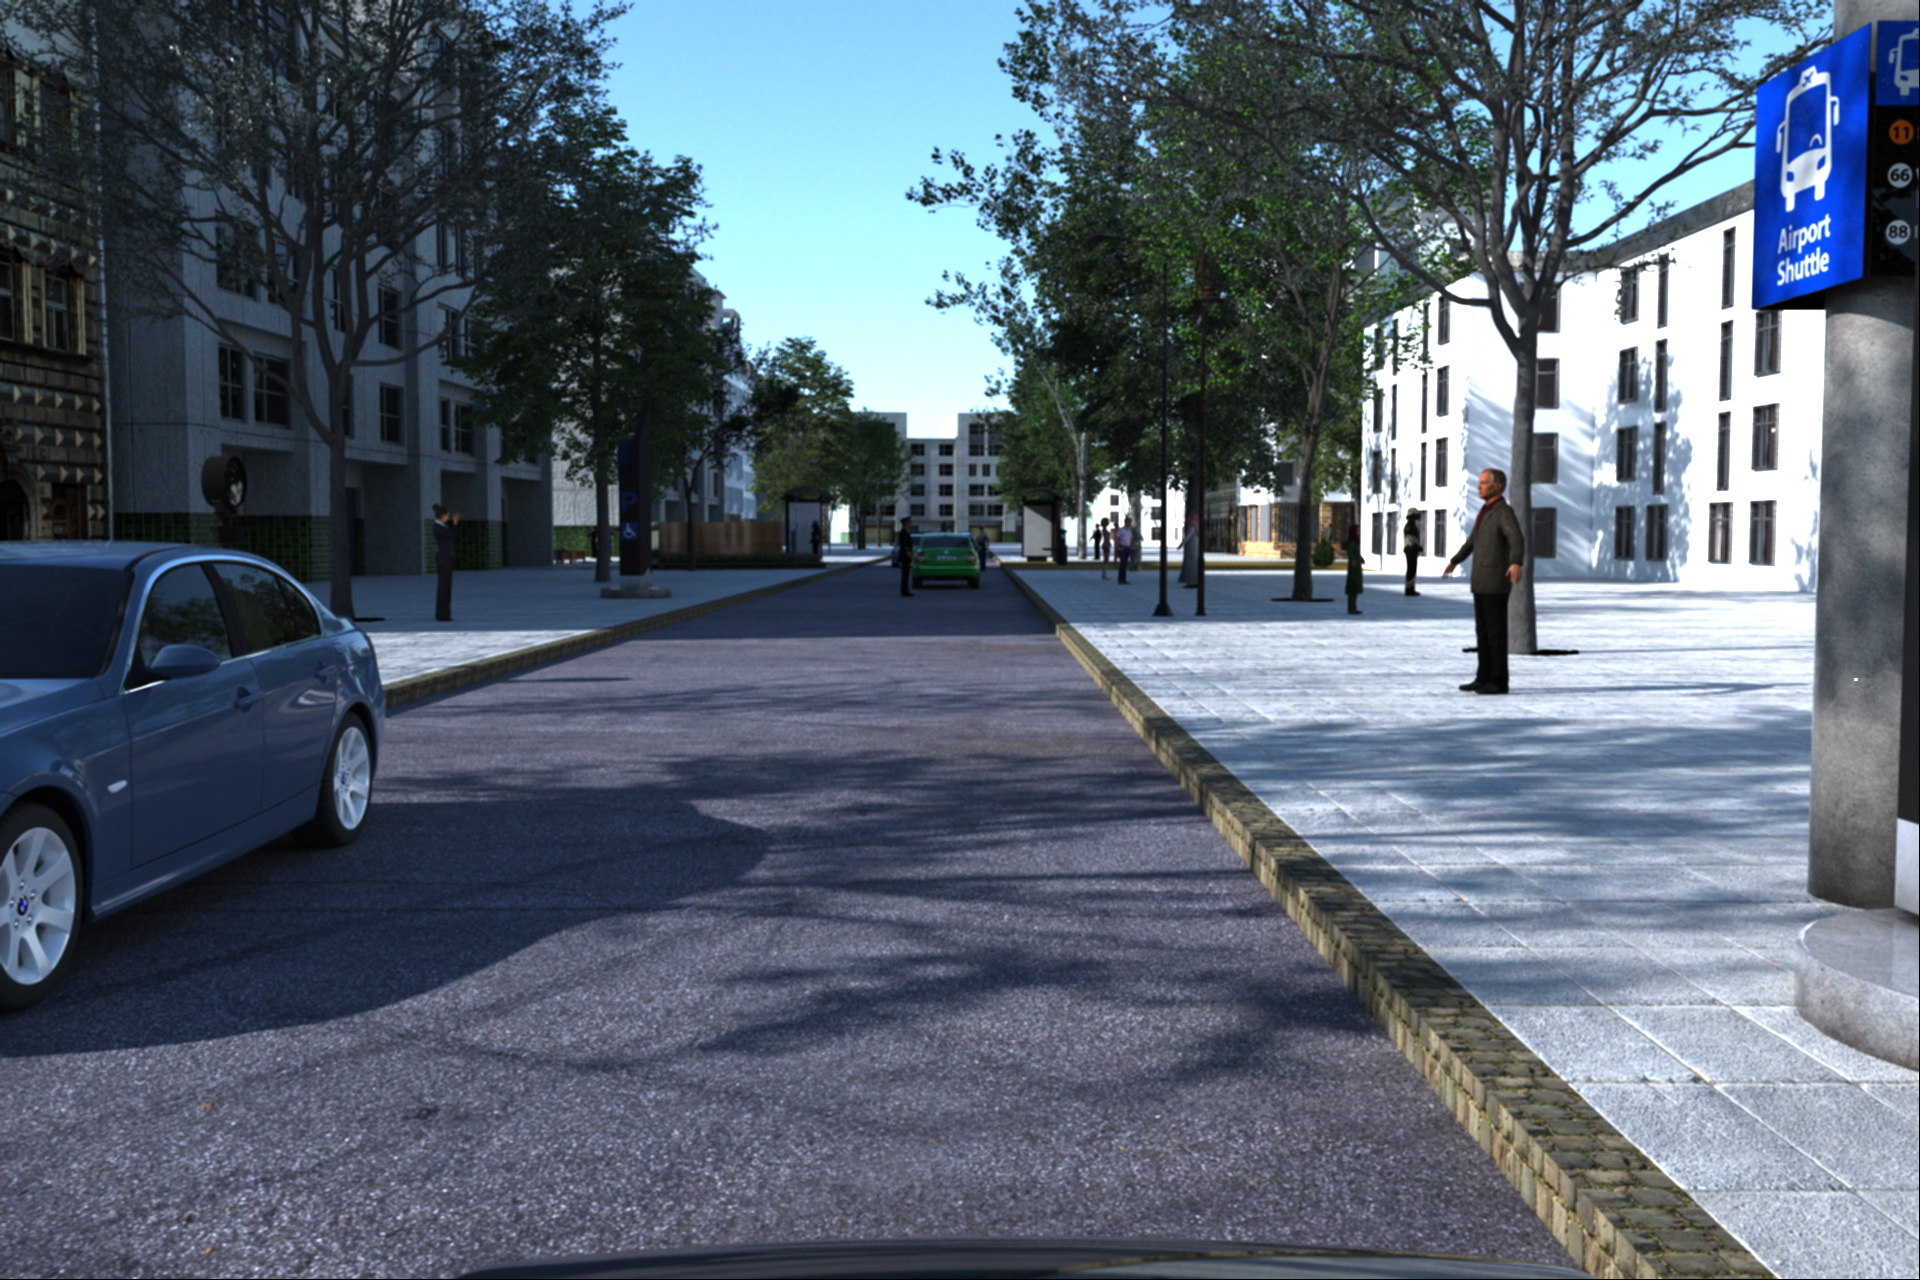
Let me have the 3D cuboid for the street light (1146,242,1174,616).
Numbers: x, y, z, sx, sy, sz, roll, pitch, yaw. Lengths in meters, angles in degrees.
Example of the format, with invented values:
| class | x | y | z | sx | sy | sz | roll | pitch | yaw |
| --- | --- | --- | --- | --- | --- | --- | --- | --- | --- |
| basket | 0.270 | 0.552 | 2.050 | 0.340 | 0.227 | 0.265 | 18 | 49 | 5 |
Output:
| class | x | y | z | sx | sy | sz | roll | pitch | yaw |
| --- | --- | --- | --- | --- | --- | --- | --- | --- | --- |
| street light | 3.723 | -3.327 | 26.940 | 1.470 | 5.913 | 1.316 | 0 | 4 | 0 |

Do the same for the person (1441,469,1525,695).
| class | x | y | z | sx | sy | sz | roll | pitch | yaw |
| --- | --- | --- | --- | --- | --- | --- | --- | --- | --- |
| person | 4.263 | -0.477 | 13.983 | 0.705 | 1.807 | 1.348 | 0 | 4 | -7 |

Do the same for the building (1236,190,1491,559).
| class | x | y | z | sx | sy | sz | roll | pitch | yaw |
| --- | --- | --- | --- | --- | --- | --- | --- | --- | --- |
| building | 21.548 | -15.006 | 101.771 | 16.016 | 20.090 | 11.380 | 0 | 3 | 0 |

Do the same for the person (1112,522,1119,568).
| class | x | y | z | sx | sy | sz | roll | pitch | yaw |
| --- | --- | --- | --- | --- | --- | --- | --- | --- | --- |
| person | 6.079 | -3.642 | 66.357 | 0.721 | 1.733 | 1.217 | 0 | 4 | 8 |

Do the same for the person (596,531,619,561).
| class | x | y | z | sx | sy | sz | roll | pitch | yaw |
| --- | --- | --- | --- | --- | --- | --- | --- | --- | --- |
| person | -16.266 | -4.512 | 79.898 | 0.704 | 1.817 | 1.347 | 3 | 5 | 45 |

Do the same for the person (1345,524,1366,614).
| class | x | y | z | sx | sy | sz | roll | pitch | yaw |
| --- | --- | --- | --- | --- | --- | --- | --- | --- | --- |
| person | 6.401 | -1.141 | 27.863 | 0.599 | 1.438 | 0.989 | 1 | 4 | 23 |

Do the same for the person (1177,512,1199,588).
| class | x | y | z | sx | sy | sz | roll | pitch | yaw |
| --- | --- | --- | --- | --- | --- | --- | --- | --- | --- |
| person | 5.506 | -2.139 | 41.128 | 0.704 | 1.811 | 1.347 | 2 | 4 | 29 |

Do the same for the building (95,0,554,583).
| class | x | y | z | sx | sy | sz | roll | pitch | yaw |
| --- | --- | --- | --- | --- | --- | --- | --- | --- | --- |
| building | -25.071 | -11.453 | 53.709 | 16.747 | 18.905 | 31.486 | 0 | 4 | 1 |

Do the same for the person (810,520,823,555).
| class | x | y | z | sx | sy | sz | roll | pitch | yaw |
| --- | --- | --- | --- | --- | --- | --- | --- | --- | --- |
| person | -6.077 | -4.083 | 72.542 | 0.705 | 1.856 | 1.354 | -1 | 4 | -14 |

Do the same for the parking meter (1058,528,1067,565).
| class | x | y | z | sx | sy | sz | roll | pitch | yaw |
| --- | --- | --- | --- | --- | --- | --- | --- | --- | --- |
| parking meter | 4.247 | -3.865 | 71.597 | 0.372 | 1.533 | 0.369 | 0 | 3 | 0 |

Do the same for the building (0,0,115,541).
| class | x | y | z | sx | sy | sz | roll | pitch | yaw |
| --- | --- | --- | --- | --- | --- | --- | --- | --- | --- |
| building | -27.782 | -12.056 | 28.045 | 19.493 | 23.208 | 18.063 | 0 | 4 | 1 |

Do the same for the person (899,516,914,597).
| class | x | y | z | sx | sy | sz | roll | pitch | yaw |
| --- | --- | --- | --- | --- | --- | --- | --- | --- | --- |
| person | -1.219 | -1.926 | 39.877 | 0.705 | 1.837 | 1.347 | 0 | 4 | 0 |

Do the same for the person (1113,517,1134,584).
| class | x | y | z | sx | sy | sz | roll | pitch | yaw |
| --- | --- | --- | --- | --- | --- | --- | --- | --- | --- |
| person | 4.272 | -2.295 | 44.499 | 0.756 | 1.711 | 0.436 | -3 | 4 | -37 |

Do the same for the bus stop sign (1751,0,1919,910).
| class | x | y | z | sx | sy | sz | roll | pitch | yaw |
| --- | --- | --- | --- | --- | --- | --- | --- | --- | --- |
| bus stop sign | 3.331 | -1.038 | 5.989 | 0.837 | 3.901 | 0.837 | 0 | 4 | 1 |

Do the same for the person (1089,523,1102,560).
| class | x | y | z | sx | sy | sz | roll | pitch | yaw |
| --- | --- | --- | --- | --- | --- | --- | --- | --- | --- |
| person | 6.768 | -4.870 | 85.819 | 0.705 | 1.806 | 1.347 | -1 | 4 | -21 |

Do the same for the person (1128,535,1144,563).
| class | x | y | z | sx | sy | sz | roll | pitch | yaw |
| --- | --- | --- | --- | --- | --- | --- | --- | --- | --- |
| person | 7.531 | -4.243 | 75.560 | 1.347 | 1.806 | 0.705 | -2 | 4 | -32 |

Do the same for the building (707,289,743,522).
| class | x | y | z | sx | sy | sz | roll | pitch | yaw |
| --- | --- | --- | --- | --- | --- | --- | --- | --- | --- |
| building | -23.748 | -17.050 | 135.179 | 16.016 | 20.090 | 11.380 | 0 | 4 | 1 |

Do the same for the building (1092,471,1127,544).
| class | x | y | z | sx | sy | sz | roll | pitch | yaw |
| --- | --- | --- | --- | --- | --- | --- | --- | --- | --- |
| building | 22.903 | -17.616 | 230.164 | 9.099 | 9.664 | 28.070 | 0 | 4 | 0 |

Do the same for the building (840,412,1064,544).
| class | x | y | z | sx | sy | sz | roll | pitch | yaw |
| --- | --- | --- | --- | --- | --- | --- | --- | --- | --- |
| building | -1.542 | -23.830 | 258.528 | 31.486 | 18.905 | 16.747 | -1 | 4 | -8 |

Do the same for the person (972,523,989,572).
| class | x | y | z | sx | sy | sz | roll | pitch | yaw |
| --- | --- | --- | --- | --- | --- | --- | --- | --- | --- |
| person | 0.812 | -3.541 | 66.201 | 0.705 | 1.847 | 1.347 | 2 | 4 | 30 |

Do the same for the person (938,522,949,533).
| class | x | y | z | sx | sy | sz | roll | pitch | yaw |
| --- | --- | --- | --- | --- | --- | --- | --- | --- | --- |
| person | -0.478 | -2.810 | 54.528 | 1.348 | 1.813 | 0.705 | 2 | 4 | 32 |

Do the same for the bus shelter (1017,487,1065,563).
| class | x | y | z | sx | sy | sz | roll | pitch | yaw |
| --- | --- | --- | --- | --- | --- | --- | --- | --- | --- |
| bus shelter | 3.600 | -5.140 | 77.958 | 2.014 | 3.302 | 5.546 | 0 | 4 | 1 |

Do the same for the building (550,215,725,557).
| class | x | y | z | sx | sy | sz | roll | pitch | yaw |
| --- | --- | --- | --- | --- | --- | --- | --- | --- | --- |
| building | -26.090 | -15.023 | 112.077 | 16.747 | 18.905 | 31.486 | 0 | 4 | 1 |

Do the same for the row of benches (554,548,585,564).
| class | x | y | z | sx | sy | sz | roll | pitch | yaw |
| --- | --- | --- | --- | --- | --- | --- | --- | --- | --- |
| row of benches | -17.135 | -3.581 | 74.013 | 1.422 | 0.672 | 4.104 | 1 | 4 | 11 |

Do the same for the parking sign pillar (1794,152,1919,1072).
| class | x | y | z | sx | sy | sz | roll | pitch | yaw |
| --- | --- | --- | --- | --- | --- | --- | --- | --- | --- |
| parking sign pillar | 2.936 | -0.969 | 4.313 | 1.447 | 3.967 | 1.447 | 0 | 3 | 0 |

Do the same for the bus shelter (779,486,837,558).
| class | x | y | z | sx | sy | sz | roll | pitch | yaw |
| --- | --- | --- | --- | --- | --- | --- | --- | --- | --- |
| bus shelter | -6.626 | -5.026 | 76.098 | 2.014 | 3.302 | 5.546 | 0 | 4 | 1 |

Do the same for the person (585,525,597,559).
| class | x | y | z | sx | sy | sz | roll | pitch | yaw |
| --- | --- | --- | --- | --- | --- | --- | --- | --- | --- |
| person | -19.226 | -5.137 | 90.707 | 0.721 | 1.740 | 1.216 | 2 | 4 | 27 |

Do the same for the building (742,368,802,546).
| class | x | y | z | sx | sy | sz | roll | pitch | yaw |
| --- | --- | --- | --- | --- | --- | --- | --- | --- | --- |
| building | -28.206 | -22.662 | 201.457 | 19.493 | 23.208 | 18.063 | 0 | 4 | 0 |

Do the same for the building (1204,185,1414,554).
| class | x | y | z | sx | sy | sz | roll | pitch | yaw |
| --- | --- | --- | --- | --- | --- | --- | --- | --- | --- |
| building | 26.730 | -17.482 | 116.751 | 19.493 | 23.208 | 18.063 | 0 | 4 | 1 |

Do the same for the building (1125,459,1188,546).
| class | x | y | z | sx | sy | sz | roll | pitch | yaw |
| --- | --- | --- | --- | --- | --- | --- | --- | --- | --- |
| building | 23.797 | -15.061 | 188.395 | 9.099 | 9.664 | 28.070 | 0 | 4 | 0 |

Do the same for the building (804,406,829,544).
| class | x | y | z | sx | sy | sz | roll | pitch | yaw |
| --- | --- | --- | --- | --- | --- | --- | --- | --- | --- |
| building | -27.670 | -24.543 | 232.204 | 19.493 | 23.208 | 18.063 | 0 | 4 | 1 |

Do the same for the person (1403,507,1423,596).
| class | x | y | z | sx | sy | sz | roll | pitch | yaw |
| --- | --- | --- | --- | --- | --- | --- | --- | --- | --- |
| person | 9.447 | -1.849 | 36.102 | 0.704 | 1.845 | 1.351 | 1 | 4 | 21 |

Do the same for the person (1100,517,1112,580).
| class | x | y | z | sx | sy | sz | roll | pitch | yaw |
| --- | --- | --- | --- | --- | --- | --- | --- | --- | --- |
| person | 4.179 | -2.573 | 48.674 | 0.721 | 1.753 | 1.214 | 0 | 4 | 3 |

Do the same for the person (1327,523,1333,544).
| class | x | y | z | sx | sy | sz | roll | pitch | yaw |
| --- | --- | --- | --- | --- | --- | --- | --- | --- | --- |
| person | 17.722 | -4.704 | 83.181 | 0.705 | 1.796 | 1.348 | 1 | 4 | 13 |

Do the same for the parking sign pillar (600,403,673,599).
| class | x | y | z | sx | sy | sz | roll | pitch | yaw |
| --- | --- | --- | --- | --- | --- | --- | --- | --- | --- |
| parking sign pillar | -6.563 | -2.846 | 35.003 | 1.447 | 3.967 | 1.447 | 0 | 4 | 0 |

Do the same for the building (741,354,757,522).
| class | x | y | z | sx | sy | sz | roll | pitch | yaw |
| --- | --- | --- | --- | --- | --- | --- | --- | --- | --- |
| building | -27.646 | -19.715 | 178.756 | 16.016 | 20.090 | 11.380 | 0 | 4 | 1 |

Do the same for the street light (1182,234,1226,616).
| class | x | y | z | sx | sy | sz | roll | pitch | yaw |
| --- | --- | --- | --- | --- | --- | --- | --- | --- | --- |
| street light | 3.784 | -3.319 | 27.055 | 0.468 | 5.910 | 1.993 | 0 | 3 | 0 |

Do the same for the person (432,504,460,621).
| class | x | y | z | sx | sy | sz | roll | pitch | yaw |
| --- | --- | --- | --- | --- | --- | --- | --- | --- | --- |
| person | -7.502 | -1.142 | 25.521 | 0.742 | 1.727 | 0.445 | 2 | 4 | 34 |

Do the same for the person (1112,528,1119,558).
| class | x | y | z | sx | sy | sz | roll | pitch | yaw |
| --- | --- | --- | --- | --- | --- | --- | --- | --- | --- |
| person | 8.338 | -5.248 | 91.654 | 0.705 | 1.847 | 1.347 | 2 | 4 | 33 |
